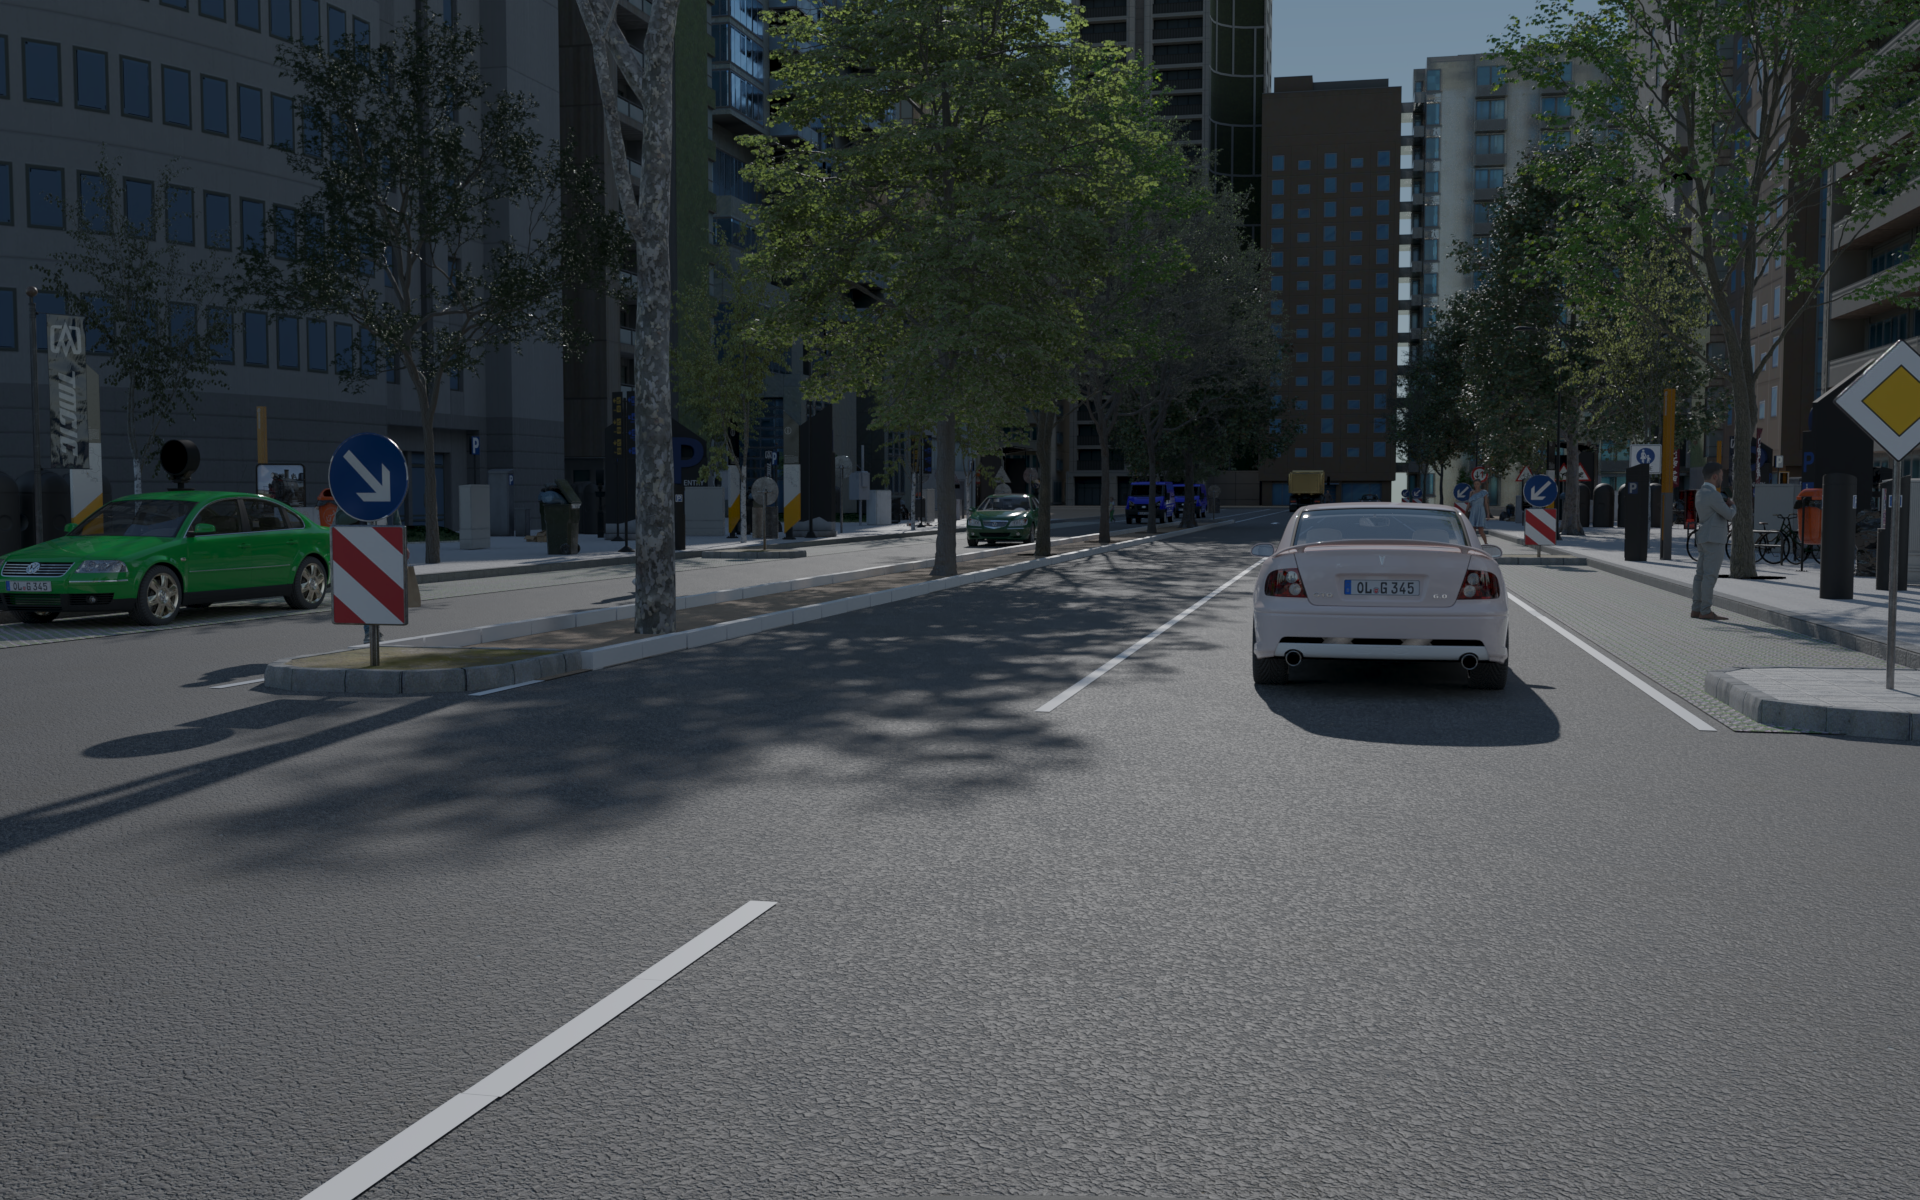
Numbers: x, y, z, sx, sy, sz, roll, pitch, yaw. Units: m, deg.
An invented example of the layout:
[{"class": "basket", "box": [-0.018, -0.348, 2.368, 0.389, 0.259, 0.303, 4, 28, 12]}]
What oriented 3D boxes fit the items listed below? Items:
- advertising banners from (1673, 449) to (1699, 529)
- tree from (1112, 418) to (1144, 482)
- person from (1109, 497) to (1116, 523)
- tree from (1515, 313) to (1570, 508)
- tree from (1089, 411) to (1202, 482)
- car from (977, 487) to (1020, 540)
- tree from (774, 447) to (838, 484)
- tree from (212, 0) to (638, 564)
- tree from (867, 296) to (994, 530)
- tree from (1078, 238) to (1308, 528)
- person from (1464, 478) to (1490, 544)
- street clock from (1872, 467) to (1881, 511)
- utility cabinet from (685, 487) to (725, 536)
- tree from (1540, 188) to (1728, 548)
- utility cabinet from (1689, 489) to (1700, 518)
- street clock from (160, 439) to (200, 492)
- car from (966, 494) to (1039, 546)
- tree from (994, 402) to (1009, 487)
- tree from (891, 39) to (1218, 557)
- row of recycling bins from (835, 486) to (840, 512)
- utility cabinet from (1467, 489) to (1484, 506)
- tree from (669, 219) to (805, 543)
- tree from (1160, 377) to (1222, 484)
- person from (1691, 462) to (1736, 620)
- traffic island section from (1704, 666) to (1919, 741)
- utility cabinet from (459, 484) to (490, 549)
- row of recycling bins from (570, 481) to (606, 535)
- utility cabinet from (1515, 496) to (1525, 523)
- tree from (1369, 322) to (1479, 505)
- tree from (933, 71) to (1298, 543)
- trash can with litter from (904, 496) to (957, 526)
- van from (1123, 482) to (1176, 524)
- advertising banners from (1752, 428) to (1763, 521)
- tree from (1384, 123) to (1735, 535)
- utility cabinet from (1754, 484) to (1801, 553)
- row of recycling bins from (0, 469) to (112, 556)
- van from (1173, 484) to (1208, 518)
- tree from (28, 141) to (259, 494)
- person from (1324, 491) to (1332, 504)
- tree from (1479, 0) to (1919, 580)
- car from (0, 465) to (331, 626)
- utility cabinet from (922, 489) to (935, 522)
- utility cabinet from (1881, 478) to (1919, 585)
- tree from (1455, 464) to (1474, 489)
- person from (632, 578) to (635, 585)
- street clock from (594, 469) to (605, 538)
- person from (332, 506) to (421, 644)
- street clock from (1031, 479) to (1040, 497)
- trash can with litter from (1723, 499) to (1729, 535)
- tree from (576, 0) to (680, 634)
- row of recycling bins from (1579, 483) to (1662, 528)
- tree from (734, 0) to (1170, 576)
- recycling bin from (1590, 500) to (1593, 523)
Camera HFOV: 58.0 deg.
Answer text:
[{"class": "advertising banners", "box": [26.556, -4.079, 62.876, 2.074, 3.025, 0.090, -1, 4, -13]}, {"class": "tree", "box": [12.691, -10.632, 124.198, 4.360, 8.622, 3.978, 0, 3, 0]}, {"class": "person", "box": [7.513, -4.442, 85.373, 0.306, 1.304, 0.590, 3, 5, 41]}, {"class": "tree", "box": [22.020, -7.113, 66.661, 4.737, 8.622, 4.395, 0, 3, 0]}, {"class": "tree", "box": [14.557, -12.258, 134.833, 8.767, 10.594, 7.601, -1, 4, -11]}, {"class": "car", "box": [1.611, -2.743, 54.640, 2.009, 1.686, 4.222, 1, 4, 12]}, {"class": "tree", "box": [-7.975, -6.501, 90.009, 4.285, 4.588, 4.351, 0, 3, 0]}, {"class": "tree", "box": [-9.677, -5.971, 32.039, 8.767, 10.594, 7.601, 0, 4, 7]}, {"class": "tree", "box": [-1.647, -6.833, 62.078, 4.737, 8.622, 4.395, 0, 3, 0]}, {"class": "tree", "box": [9.647, -9.366, 72.602, 9.611, 12.733, 9.660, 0, 3, 0]}, {"class": "person", "box": [12.423, -2.021, 41.634, 0.778, 1.811, 0.616, -3, 5, -44]}, {"class": "street clock", "box": [24.355, -2.536, 46.033, 0.358, 2.002, 0.471, -1, 4, -17]}, {"class": "utility cabinet", "box": [-7.757, -2.691, 52.679, 1.173, 1.500, 0.318, 0, 4, 4]}, {"class": "tree", "box": [16.033, -5.529, 40.769, 4.360, 8.622, 3.978, 0, 3, 0]}, {"class": "utility cabinet", "box": [33.606, -4.261, 78.343, 1.173, 1.500, 0.318, 2, 4, 26]}, {"class": "street clock", "box": [-10.385, -1.134, 23.108, 0.471, 2.002, 0.358, 1, 4, 18]}, {"class": "car", "box": [1.410, -2.277, 49.029, 2.131, 1.459, 4.920, 1, 4, 12]}, {"class": "tree", "box": [0.352, -7.648, 75.403, 4.737, 8.622, 4.395, 0, 3, 0]}, {"class": "tree", "box": [1.994, -6.805, 39.479, 9.928, 11.665, 9.643, 0, 3, 0]}, {"class": "row of recycling bins", "box": [-6.274, -4.728, 84.422, 1.069, 1.692, 3.534, 0, 4, -2]}, {"class": "utility cabinet", "box": [24.350, -4.470, 81.761, 0.318, 1.500, 1.173, 3, 5, 44]}, {"class": "tree", "box": [-5.921, -5.812, 45.389, 4.737, 8.622, 4.395, 0, 3, 0]}, {"class": "tree", "box": [21.845, -15.754, 164.236, 9.857, 13.997, 8.962, 0, 3, 0]}, {"class": "person", "box": [8.620, -0.677, 19.742, 0.466, 1.800, 0.511, -1, 4, -9]}, {"class": "traffic island section", "box": [6.140, 0.665, 11.405, 2.009, 0.180, 2.903, 1, 4, 13]}, {"class": "utility cabinet", "box": [-11.285, -1.931, 40.246, 0.318, 1.500, 1.173, 0, 4, 5]}, {"class": "row of recycling bins", "box": [-12.145, -3.017, 56.442, 1.069, 1.692, 3.534, -2, 4, -24]}, {"class": "utility cabinet", "box": [24.807, -3.944, 75.640, 1.020, 1.237, 0.306, 1, 4, 13]}, {"class": "tree", "box": [34.278, -13.032, 123.441, 12.009, 13.543, 11.850, 0, 3, 0]}, {"class": "tree", "box": [4.238, -8.405, 50.242, 12.009, 13.543, 11.850, 0, 3, 0]}, {"class": "trash can with litter", "box": [-1.278, -3.550, 69.107, 2.233, 1.210, 1.678, 1, 4, 11]}, {"class": "van", "box": [9.277, -4.887, 84.291, 2.240, 2.365, 5.245, 1, 4, 13]}, {"class": "advertising banners", "box": [20.605, -2.997, 45.191, 0.090, 3.025, 2.074, 3, 5, 40]}, {"class": "tree", "box": [19.167, -8.373, 53.906, 9.611, 12.733, 9.660, 0, 3, 0]}, {"class": "utility cabinet", "box": [17.874, -1.780, 37.789, 0.318, 1.500, 1.173, -1, 4, -16]}, {"class": "row of recycling bins", "box": [-15.349, -1.288, 28.164, 1.069, 1.692, 3.534, 1, 4, 23]}, {"class": "van", "box": [13.641, -6.074, 103.689, 2.240, 2.365, 5.245, 1, 4, 13]}, {"class": "tree", "box": [-17.513, -5.315, 37.271, 4.360, 8.622, 3.978, 0, 3, 0]}, {"class": "person", "box": [34.023, -9.250, 160.287, 0.990, 1.755, 0.434, 3, 4, 38]}, {"class": "tree", "box": [11.858, -6.139, 26.130, 9.928, 11.665, 9.643, 0, 3, 0]}, {"class": "car", "box": [-9.157, -0.701, 20.255, 1.959, 1.807, 4.718, 1, 4, 13]}, {"class": "utility cabinet", "box": [-1.460, -4.256, 78.271, 0.318, 1.500, 1.173, 1, 4, 16]}, {"class": "utility cabinet", "box": [13.478, -0.946, 24.139, 0.318, 1.500, 1.173, -2, 4, -31]}, {"class": "tree", "box": [31.538, -6.977, 108.675, 1.663, 3.219, 1.824, 0, 3, 0]}, {"class": "person", "box": [-4.557, -1.002, 25.554, 0.598, 1.740, 0.731, -2, 4, -31]}, {"class": "street clock", "box": [-10.524, -2.821, 50.694, 0.358, 2.002, 0.471, -1, 4, -9]}, {"class": "person", "box": [-5.453, -0.476, 16.264, 0.794, 1.824, 0.713, -2, 4, -35]}, {"class": "street clock", "box": [3.625, -4.789, 82.871, 0.471, 2.002, 0.358, 0, 4, 7]}, {"class": "trash can with litter", "box": [18.979, -1.963, 43.481, 0.624, 1.170, 1.055, 2, 4, 25]}, {"class": "tree", "box": [-4.121, -9.782, 18.282, 12.611, 20.169, 13.585, 0, 3, 0]}, {"class": "row of recycling bins", "box": [25.284, -3.642, 66.662, 3.534, 1.692, 1.069, 1, 4, 22]}, {"class": "tree", "box": [-0.264, -6.715, 30.382, 7.486, 12.596, 7.792, 0, 3, 0]}, {"class": "recycling bin", "box": [27.188, -3.865, 75.753, 0.722, 1.027, 0.722, -2, 4, -28]}]
